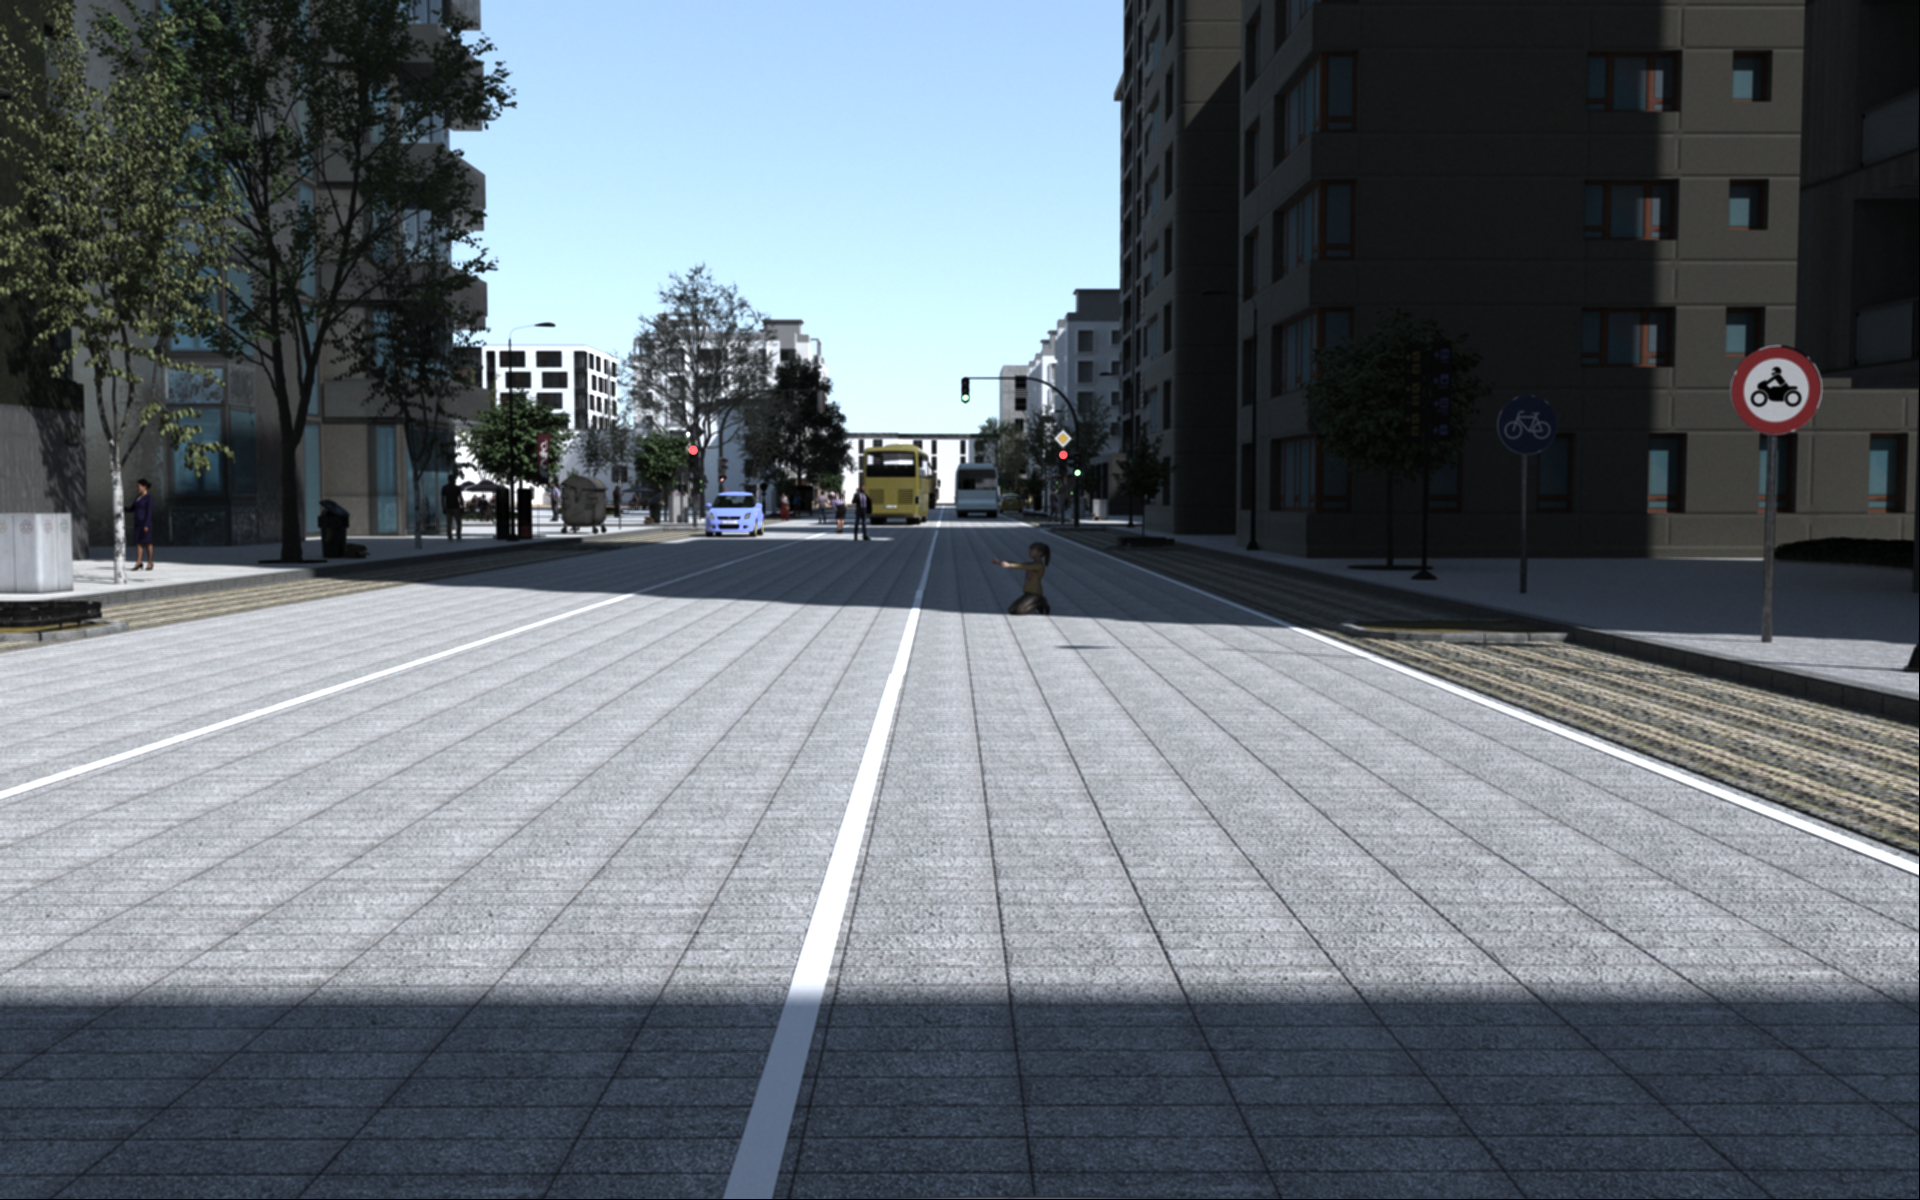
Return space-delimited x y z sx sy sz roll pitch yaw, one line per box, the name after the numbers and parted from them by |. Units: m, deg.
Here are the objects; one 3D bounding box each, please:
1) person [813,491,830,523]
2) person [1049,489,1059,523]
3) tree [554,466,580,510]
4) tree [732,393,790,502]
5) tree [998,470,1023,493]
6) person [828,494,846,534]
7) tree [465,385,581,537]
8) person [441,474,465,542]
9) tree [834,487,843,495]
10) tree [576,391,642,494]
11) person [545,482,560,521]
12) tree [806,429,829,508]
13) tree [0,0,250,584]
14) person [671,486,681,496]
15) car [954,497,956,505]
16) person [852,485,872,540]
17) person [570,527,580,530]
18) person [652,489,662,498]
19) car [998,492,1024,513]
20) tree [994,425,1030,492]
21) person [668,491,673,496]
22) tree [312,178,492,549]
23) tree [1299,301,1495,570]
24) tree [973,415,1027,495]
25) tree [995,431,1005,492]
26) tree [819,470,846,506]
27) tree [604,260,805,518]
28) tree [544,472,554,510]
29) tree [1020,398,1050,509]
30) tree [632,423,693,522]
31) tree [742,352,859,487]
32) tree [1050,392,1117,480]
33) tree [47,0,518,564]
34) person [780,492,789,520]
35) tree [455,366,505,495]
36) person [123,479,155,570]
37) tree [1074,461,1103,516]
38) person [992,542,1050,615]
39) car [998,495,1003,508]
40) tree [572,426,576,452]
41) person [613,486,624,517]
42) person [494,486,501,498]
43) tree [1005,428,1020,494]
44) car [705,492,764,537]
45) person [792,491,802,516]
-6.844 -4.624 86.065 0.963 1.587 0.435 -2 4 -25 | person
4.470 -4.421 81.709 0.530 1.710 0.541 -2 4 -28 | person
-26.555 -7.580 118.536 1.663 3.219 1.824 0 3 0 | tree
-13.918 -10.351 119.606 4.360 8.622 3.978 0 3 0 | tree
6.076 -13.762 208.715 4.285 4.588 4.351 0 3 0 | tree
-4.479 -3.133 62.952 0.697 1.427 0.421 1 4 23 | person
-13.201 -4.201 52.399 4.285 4.588 4.351 0 3 0 | tree
-13.576 -2.462 46.431 0.598 1.807 0.434 1 4 10 | person
-13.870 -12.452 198.189 1.663 3.219 1.824 0 3 0 | tree
-24.346 -10.578 123.319 4.360 8.622 3.978 0 3 0 | tree
-19.250 -4.637 81.729 0.599 1.838 0.709 -3 5 -43 | person
-13.338 -12.926 161.702 4.737 8.622 4.395 0 3 0 | tree
-11.939 -4.523 24.314 4.737 8.622 4.395 0 3 0 | tree
-15.461 -5.356 94.550 0.756 1.711 0.436 2 4 33 | person
0.166 -13.004 224.615 2.014 1.417 4.499 0 4 0 | car
-3.033 -2.724 53.857 0.655 1.722 0.431 -2 4 -33 | person
-13.565 -3.127 61.077 0.340 1.345 0.435 1 4 18 | person
-20.024 -6.542 114.462 0.566 1.644 0.517 3 4 36 | person
3.874 -7.449 132.013 2.015 1.641 3.980 0 4 0 | car
5.742 -14.215 182.780 4.360 8.622 3.978 0 3 0 | tree
-13.923 -4.594 84.394 0.776 1.435 0.726 -2 4 -28 | person
-12.730 -5.495 40.205 4.360 8.622 3.978 0 3 0 | tree
7.499 -2.817 29.772 4.285 4.588 4.351 0 3 0 | tree
5.277 -18.493 228.108 9.928 11.665 9.643 0 3 0 | tree
5.743 -14.884 193.723 4.737 8.622 4.395 0 3 0 | tree
-13.624 -12.106 181.652 4.285 4.588 4.351 0 3 0 | tree
-13.801 -11.101 91.878 12.009 13.543 11.850 0 3 0 | tree
-32.532 -8.852 139.326 1.663 3.219 1.824 0 3 0 | tree
7.338 -11.189 133.310 4.737 8.622 4.395 0 3 0 | tree
-13.704 -5.909 80.321 4.285 4.588 4.351 0 3 0 | tree
-12.929 -13.648 140.151 9.611 12.733 9.660 0 3 0 | tree
9.148 -10.586 123.437 4.737 8.622 4.395 0 3 0 | tree
-12.380 -6.505 32.108 9.928 11.665 9.643 0 3 0 | tree
-9.495 -5.064 93.759 0.523 1.526 0.387 -1 4 -21 | person
-27.388 -9.108 99.279 4.737 8.622 4.395 0 3 0 | tree
-13.784 -1.261 29.035 0.453 1.535 0.546 1 4 10 | person
7.399 -6.461 100.234 1.663 3.219 1.824 0 3 0 | tree
0.751 -0.256 20.609 0.695 0.859 0.347 -1 4 -22 | person
3.680 -8.877 157.493 2.083 1.381 4.827 0 4 -1 | car
-30.559 -11.876 144.541 4.360 8.622 3.978 0 3 0 | tree
-18.747 -5.403 95.068 0.600 1.739 0.565 -1 4 -10 | person
-19.970 -4.122 74.913 0.593 1.643 0.415 3 4 36 | person
6.751 -11.650 140.834 4.737 8.622 4.395 0 3 0 | tree
-7.661 -3.019 58.946 1.945 1.707 3.694 0 4 -1 | car
-10.338 -6.098 109.913 0.444 1.614 0.593 -3 4 -38 | person
